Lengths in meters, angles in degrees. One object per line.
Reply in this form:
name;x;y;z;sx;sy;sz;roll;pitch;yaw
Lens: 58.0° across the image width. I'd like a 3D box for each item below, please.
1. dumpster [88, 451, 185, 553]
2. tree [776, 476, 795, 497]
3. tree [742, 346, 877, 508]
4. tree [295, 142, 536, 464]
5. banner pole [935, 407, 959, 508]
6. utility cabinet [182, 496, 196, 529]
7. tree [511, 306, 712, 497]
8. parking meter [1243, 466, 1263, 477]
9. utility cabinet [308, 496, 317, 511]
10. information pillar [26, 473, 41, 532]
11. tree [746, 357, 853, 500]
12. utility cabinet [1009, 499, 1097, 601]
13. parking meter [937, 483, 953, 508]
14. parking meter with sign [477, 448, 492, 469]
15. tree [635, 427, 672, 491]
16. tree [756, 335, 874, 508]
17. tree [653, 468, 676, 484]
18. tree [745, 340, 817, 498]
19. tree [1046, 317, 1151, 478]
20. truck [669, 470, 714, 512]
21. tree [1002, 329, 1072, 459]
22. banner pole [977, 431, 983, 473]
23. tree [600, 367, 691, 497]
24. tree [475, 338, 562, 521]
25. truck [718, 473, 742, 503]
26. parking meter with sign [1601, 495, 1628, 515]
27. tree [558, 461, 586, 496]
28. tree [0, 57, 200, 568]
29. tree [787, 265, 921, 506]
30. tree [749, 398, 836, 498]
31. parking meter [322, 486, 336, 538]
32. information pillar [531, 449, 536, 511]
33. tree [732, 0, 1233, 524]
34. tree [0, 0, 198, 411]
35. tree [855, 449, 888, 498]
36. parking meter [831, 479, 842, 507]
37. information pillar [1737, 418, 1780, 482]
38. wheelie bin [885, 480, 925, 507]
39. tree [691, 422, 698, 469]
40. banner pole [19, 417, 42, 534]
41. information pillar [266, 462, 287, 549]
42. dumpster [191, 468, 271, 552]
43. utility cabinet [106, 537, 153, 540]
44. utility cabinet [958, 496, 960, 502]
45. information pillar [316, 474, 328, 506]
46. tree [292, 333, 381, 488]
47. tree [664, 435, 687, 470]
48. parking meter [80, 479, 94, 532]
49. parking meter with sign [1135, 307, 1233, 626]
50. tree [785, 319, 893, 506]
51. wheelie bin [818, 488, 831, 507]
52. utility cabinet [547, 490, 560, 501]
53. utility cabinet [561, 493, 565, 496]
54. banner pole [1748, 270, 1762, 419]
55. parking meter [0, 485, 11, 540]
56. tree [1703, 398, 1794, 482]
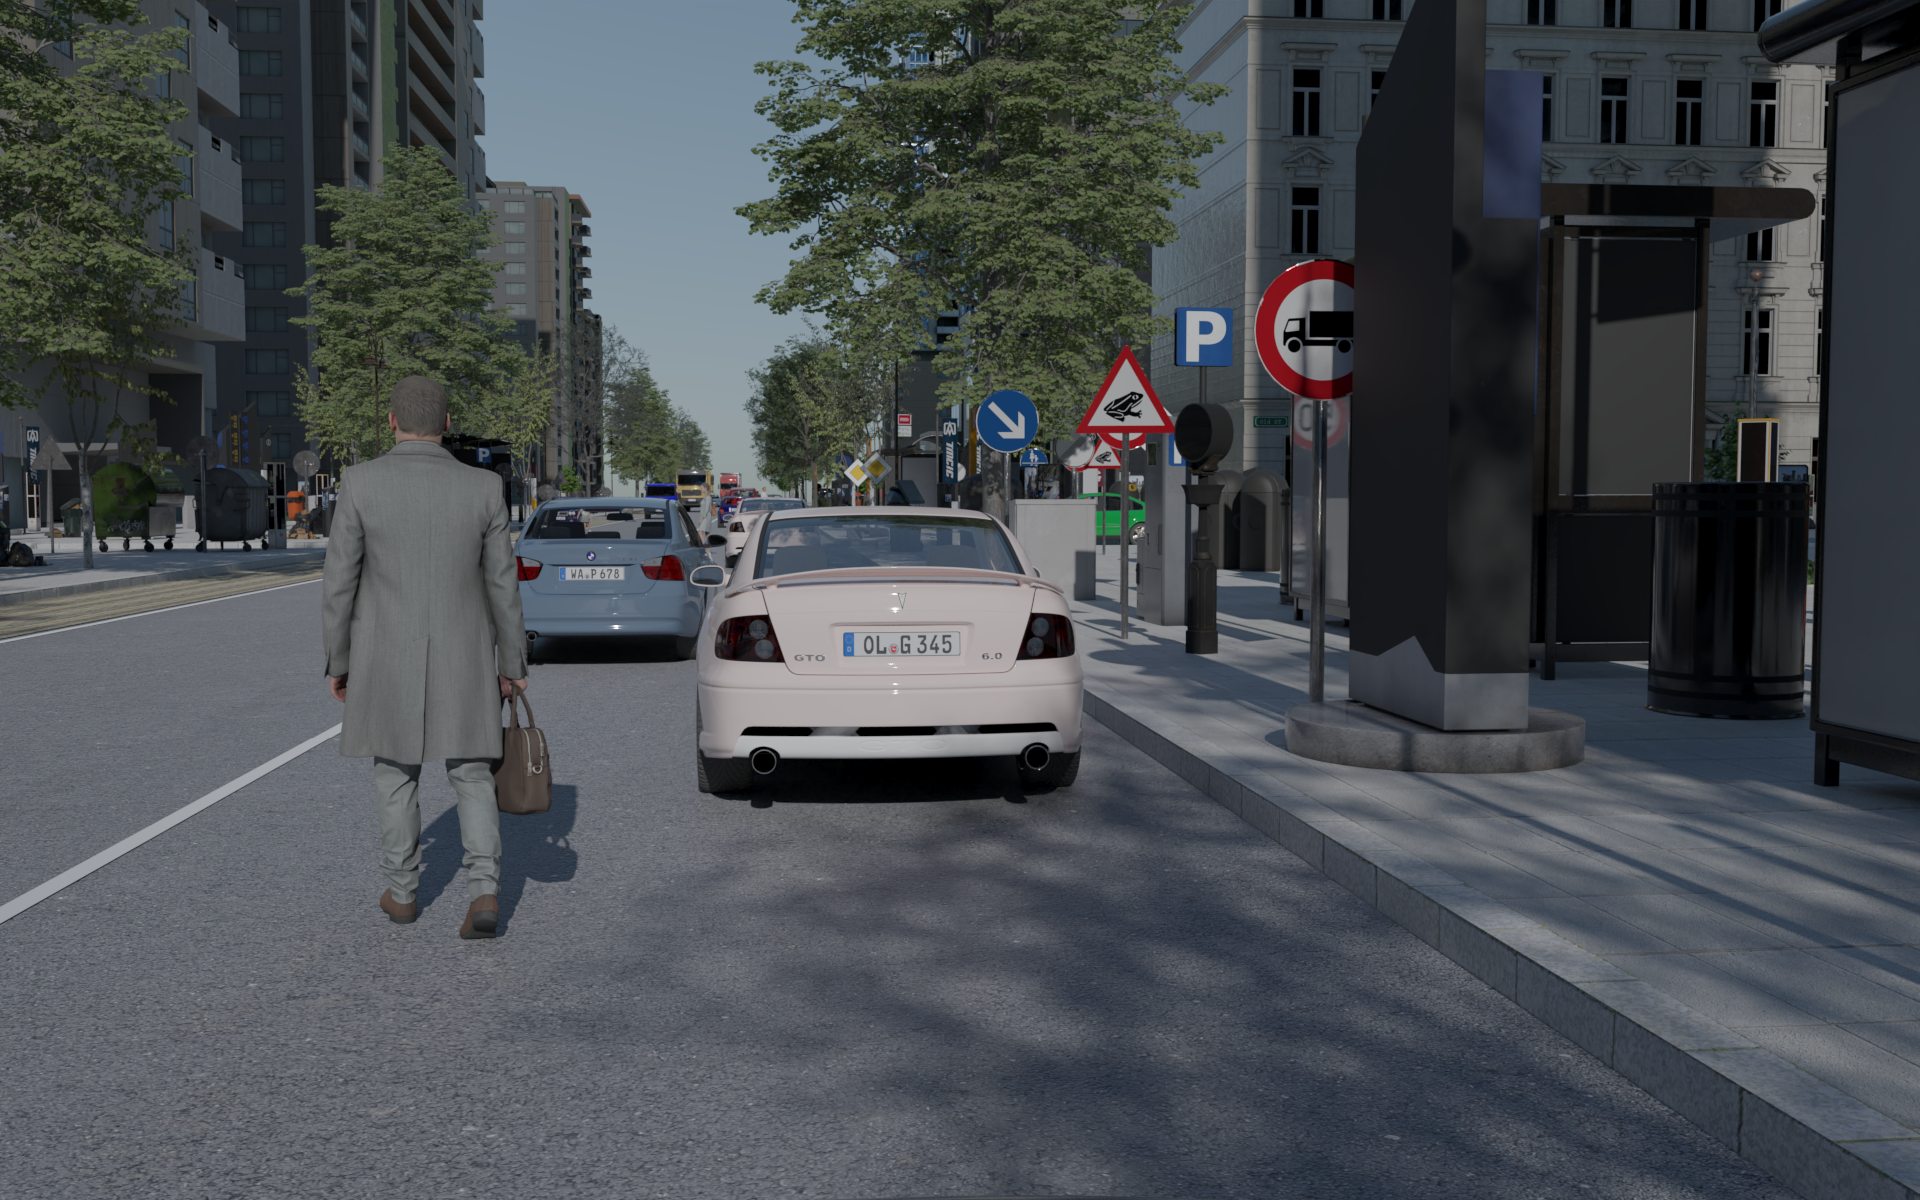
dumpster;-18.431;-2.218;38.751;1.502;2.255;1.985;0;4;-7
tree;-23.150;-15.115;230.835;4.285;4.588;4.351;0;3;0
tree;-9.167;-10.674;108.925;8.767;10.594;7.601;-2;4;-29
tree;-17.753;-8.439;56.111;7.486;12.596;7.792;0;3;0
banner pole;-0.439;-3.675;50.108;0.863;3.779;0.401;-1;4;-21
utility cabinet;-28.216;-3.233;64.020;0.306;1.237;1.020;2;4;26
tree;-24.616;-12.456;114.025;12.009;13.543;11.850;0;3;0
parking meter;6.217;-1.906;36.876;0.399;1.863;0.255;3;5;40
utility cabinet;-27.023;-3.746;72.408;0.306;1.237;1.020;-1;4;-13
information pillar;-31.642;-3.343;59.147;0.304;2.012;0.304;0;4;-2
tree;-13.842;-14.739;151.349;12.009;13.543;11.850;0;3;0
utility cabinet;1.115;-0.595;20.898;1.020;1.237;0.306;-1;4;-15
parking meter;-0.367;-2.018;41.398;0.372;1.533;0.369;0;3;0
parking meter with sign;-17.931;-4.166;64.377;0.543;3.016;1.738;0;4;3
tree;-29.908;-13.260;167.166;4.360;8.622;3.978;0;3;0
tree;-11.479;-14.149;137.988;9.857;13.997;8.962;0;3;0
tree;-33.917;-13.167;198.988;4.285;4.588;4.351;0;3;0
tree;-20.110;-21.867;213.411;12.611;20.169;13.585;0;3;0
tree;5.232;-7.186;67.853;4.360;8.622;3.978;0;3;0
truck;-21.292;-8.750;138.989;3.469;3.379;9.791;0;4;-5
tree;2.825;-7.536;73.575;4.737;8.622;4.395;0;3;0
banner pole;0.686;-3.942;54.465;0.863;3.779;0.401;-3;5;-40
tree;-28.622;-14.434;154.124;7.486;12.596;7.792;0;3;0
tree;-20.740;-8.045;81.893;4.737;8.622;4.395;0;3;0
truck;-30.636;-14.826;231.325;2.839;4.237;11.283;0;4;-5
parking meter with sign;13.356;-2.386;35.274;0.543;3.016;1.738;1;4;11
tree;-22.784;-6.469;100.377;1.663;3.219;1.824;0;3;0
tree;-14.980;-4.839;29.474;4.737;8.622;4.395;0;3;0
tree;-2.982;-6.382;54.702;4.360;8.622;3.978;0;3;0
tree;-16.663;-15.833;175.882;9.611;12.733;9.660;0;3;0
parking meter;-18.649;-2.616;51.188;0.372;1.533;0.369;0;3;0
information pillar;-22.281;-6.066;90.535;0.183;3.616;0.504;-3;4;-36
tree;0.380;-6.641;26.715;7.486;12.596;7.792;0;3;0
tree;-13.772;-6.364;22.175;7.486;12.596;7.792;0;3;0
tree;-4.141;-4.873;74.274;1.663;3.219;1.824;0;3;0
parking meter;-4.697;-3.686;65.984;0.399;1.863;0.255;-3;5;-43
information pillar;7.833;-0.768;17.042;0.304;2.012;0.304;3;5;41
wheelie bin;-1.245;-1.868;38.453;0.693;1.594;0.980;2;4;33
tree;-33.363;-16.309;184.779;7.486;12.596;7.792;0;3;0
banner pole;-30.221;-4.051;56.249;0.401;3.779;0.863;2;4;27
information pillar;-15.905;-2.191;40.314;0.304;2.012;0.304;2;4;33
dumpster;-16.337;-2.024;38.849;1.264;1.857;1.865;0;4;-6
utility cabinet;-23.198;-2.425;48.332;1.173;1.500;0.318;-3;4;-38
utility cabinet;0.356;-3.267;64.585;0.306;1.237;1.020;3;4;36
information pillar;-23.892;-3.697;64.938;0.304;2.012;0.304;1;4;21
tree;-27.043;-7.691;76.109;4.737;8.622;4.395;0;3;0
tree;-35.830;-16.006;212.059;4.737;8.622;4.395;0;3;0
parking meter;-29.288;-3.206;58.130;0.399;1.863;0.255;-2;4;-30
parking meter with sign;2.130;-1.274;17.088;0.543;3.016;1.738;-1;4;-10
tree;-4.462;-7.252;68.936;4.737;8.622;4.395;0;3;0
wheelie bin;-7.213;-5.201;92.937;0.980;1.594;0.693;1;4;18
utility cabinet;-21.270;-4.999;90.408;0.318;1.500;1.173;0;4;1
utility cabinet;-26.190;-6.431;113.818;0.318;1.500;1.173;-2;4;-23
banner pole;8.814;-1.788;19.252;0.401;3.779;0.863;1;4;21
parking meter;-26.527;-2.419;47.962;0.372;1.533;0.369;0;3;0
tree;15.773;-2.491;35.332;1.663;3.219;1.824;0;3;0
